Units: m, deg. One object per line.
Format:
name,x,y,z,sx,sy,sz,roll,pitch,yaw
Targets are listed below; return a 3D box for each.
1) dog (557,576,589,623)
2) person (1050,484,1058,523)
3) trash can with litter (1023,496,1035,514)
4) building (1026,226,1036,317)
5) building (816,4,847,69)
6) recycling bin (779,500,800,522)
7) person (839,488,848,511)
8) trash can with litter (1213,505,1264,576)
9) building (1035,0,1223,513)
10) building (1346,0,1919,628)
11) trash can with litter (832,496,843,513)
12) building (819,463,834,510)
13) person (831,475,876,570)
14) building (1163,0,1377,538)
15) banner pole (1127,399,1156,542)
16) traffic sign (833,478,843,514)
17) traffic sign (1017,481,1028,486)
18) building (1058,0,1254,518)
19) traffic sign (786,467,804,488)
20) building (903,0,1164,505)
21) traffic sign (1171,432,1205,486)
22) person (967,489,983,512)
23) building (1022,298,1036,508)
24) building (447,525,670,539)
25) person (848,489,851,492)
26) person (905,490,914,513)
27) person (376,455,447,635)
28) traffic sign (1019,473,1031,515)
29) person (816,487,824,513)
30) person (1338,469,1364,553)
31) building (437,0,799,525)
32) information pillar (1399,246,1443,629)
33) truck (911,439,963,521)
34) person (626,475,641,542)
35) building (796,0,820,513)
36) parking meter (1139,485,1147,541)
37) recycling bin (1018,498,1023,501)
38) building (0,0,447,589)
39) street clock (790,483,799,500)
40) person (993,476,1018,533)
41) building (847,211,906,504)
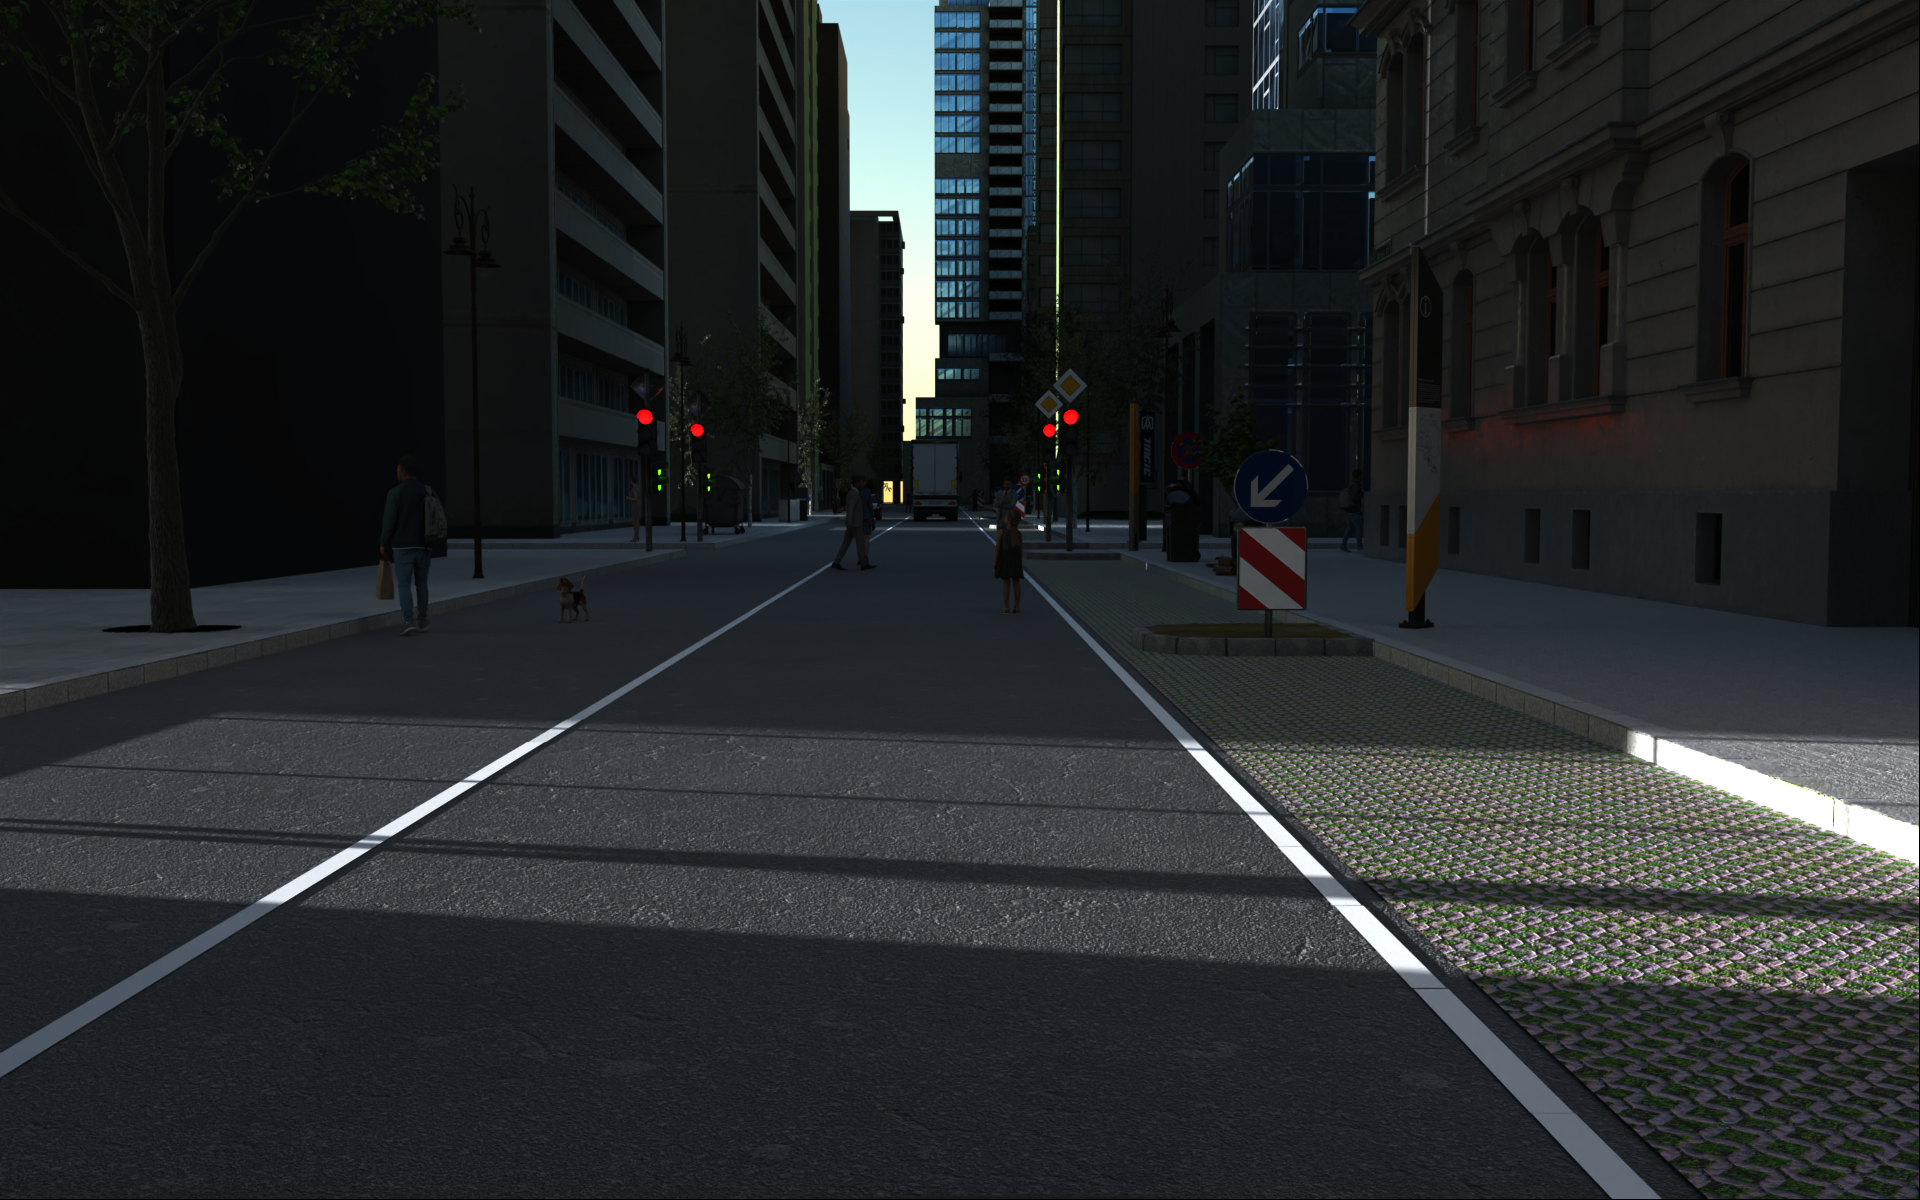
dog,-4.330,-0.007,19.409,0.406,0.507,0.540,-2,4,-25
person,3.992,-4.270,76.039,0.590,1.801,0.661,-3,5,-43
trash can with litter,4.197,-6.016,109.745,0.624,1.170,1.055,3,5,45
building,14.048,-25.456,187.911,14.160,30.474,14.107,0,4,0
building,-17.835,-31.375,163.083,14.600,45.320,14.200,0,4,0
recycling bin,-7.858,-4.104,79.661,0.722,1.027,0.722,3,4,36
person,-8.655,-7.626,131.250,1.217,1.766,0.721,1,4,14
trash can with litter,4.479,-0.986,27.509,0.624,1.170,1.055,3,4,37
building,13.231,-28.139,143.669,14.154,41.232,14.086,0,4,0
building,14.511,-14.432,23.353,14.401,28.519,23.554,0,4,0
trash can with litter,-8.156,-6.397,115.985,0.624,1.170,1.055,-2,4,-31
building,-21.203,-43.215,144.821,20.563,71.187,20.611,0,4,0
person,-1.999,-1.451,32.494,0.850,1.792,0.678,-1,4,-13
building,22.976,-45.669,59.353,31.000,86.520,22.319,0,4,0
banner pole,4.845,-3.427,46.042,0.863,3.779,0.401,-2,4,-26
traffic sign,-7.961,-6.775,112.904,0.606,2.300,0.079,0,4,3
traffic sign,4.209,-7.198,117.685,0.884,2.594,0.081,0,3,0
building,12.460,-25.422,99.236,14.154,41.232,14.086,0,4,0
traffic sign,-8.020,-5.159,84.355,0.884,2.594,0.081,0,4,6
building,8.515,-55.356,217.743,31.000,86.520,22.319,0,4,0
traffic sign,4.696,-2.161,35.434,0.768,2.556,0.104,1,4,9
person,1.217,-8.093,140.784,1.348,1.831,0.705,-1,4,-13
building,20.369,-19.617,165.777,27.650,21.520,28.899,0,4,0
building,-22.379,-26.598,58.578,21.300,48.544,21.600,0,4,0
person,-11.081,-10.269,173.883,0.705,1.831,1.348,0,4,5
person,-3.861,-7.523,131.955,0.683,1.767,0.568,0,4,7
person,-5.649,-0.562,17.681,0.794,1.824,0.713,-1,4,-22
traffic sign,4.023,-6.546,107.130,0.768,2.556,0.104,0,4,3
person,-9.715,-6.970,120.182,0.526,1.800,0.537,0,4,-7
person,8.597,-1.934,37.654,0.713,1.824,0.794,1,4,20
building,-19.880,-28.406,88.142,21.300,48.544,21.600,0,4,0
information pillar,4.445,-1.544,16.595,0.183,3.616,0.504,3,5,44
truck,-1.279,-6.452,94.406,2.839,4.237,11.283,0,3,0
person,-8.721,-2.442,46.312,0.374,1.781,0.599,0,4,0
building,-18.011,-27.198,128.281,14.154,41.232,14.086,0,4,0
parking meter,4.973,-2.410,47.812,0.372,1.533,0.369,0,3,0
recycling bin,3.711,-6.309,115.707,0.722,1.027,0.722,-2,4,-31
building,-18.398,-12.171,28.680,15.834,23.373,12.332,0,4,0
street clock,-8.193,-4.951,85.517,0.471,2.002,0.358,0,4,2
person,0.934,-1.650,35.652,0.511,1.800,0.466,1,4,14
building,-19.144,-32.507,223.376,23.993,40.220,32.217,0,4,0
